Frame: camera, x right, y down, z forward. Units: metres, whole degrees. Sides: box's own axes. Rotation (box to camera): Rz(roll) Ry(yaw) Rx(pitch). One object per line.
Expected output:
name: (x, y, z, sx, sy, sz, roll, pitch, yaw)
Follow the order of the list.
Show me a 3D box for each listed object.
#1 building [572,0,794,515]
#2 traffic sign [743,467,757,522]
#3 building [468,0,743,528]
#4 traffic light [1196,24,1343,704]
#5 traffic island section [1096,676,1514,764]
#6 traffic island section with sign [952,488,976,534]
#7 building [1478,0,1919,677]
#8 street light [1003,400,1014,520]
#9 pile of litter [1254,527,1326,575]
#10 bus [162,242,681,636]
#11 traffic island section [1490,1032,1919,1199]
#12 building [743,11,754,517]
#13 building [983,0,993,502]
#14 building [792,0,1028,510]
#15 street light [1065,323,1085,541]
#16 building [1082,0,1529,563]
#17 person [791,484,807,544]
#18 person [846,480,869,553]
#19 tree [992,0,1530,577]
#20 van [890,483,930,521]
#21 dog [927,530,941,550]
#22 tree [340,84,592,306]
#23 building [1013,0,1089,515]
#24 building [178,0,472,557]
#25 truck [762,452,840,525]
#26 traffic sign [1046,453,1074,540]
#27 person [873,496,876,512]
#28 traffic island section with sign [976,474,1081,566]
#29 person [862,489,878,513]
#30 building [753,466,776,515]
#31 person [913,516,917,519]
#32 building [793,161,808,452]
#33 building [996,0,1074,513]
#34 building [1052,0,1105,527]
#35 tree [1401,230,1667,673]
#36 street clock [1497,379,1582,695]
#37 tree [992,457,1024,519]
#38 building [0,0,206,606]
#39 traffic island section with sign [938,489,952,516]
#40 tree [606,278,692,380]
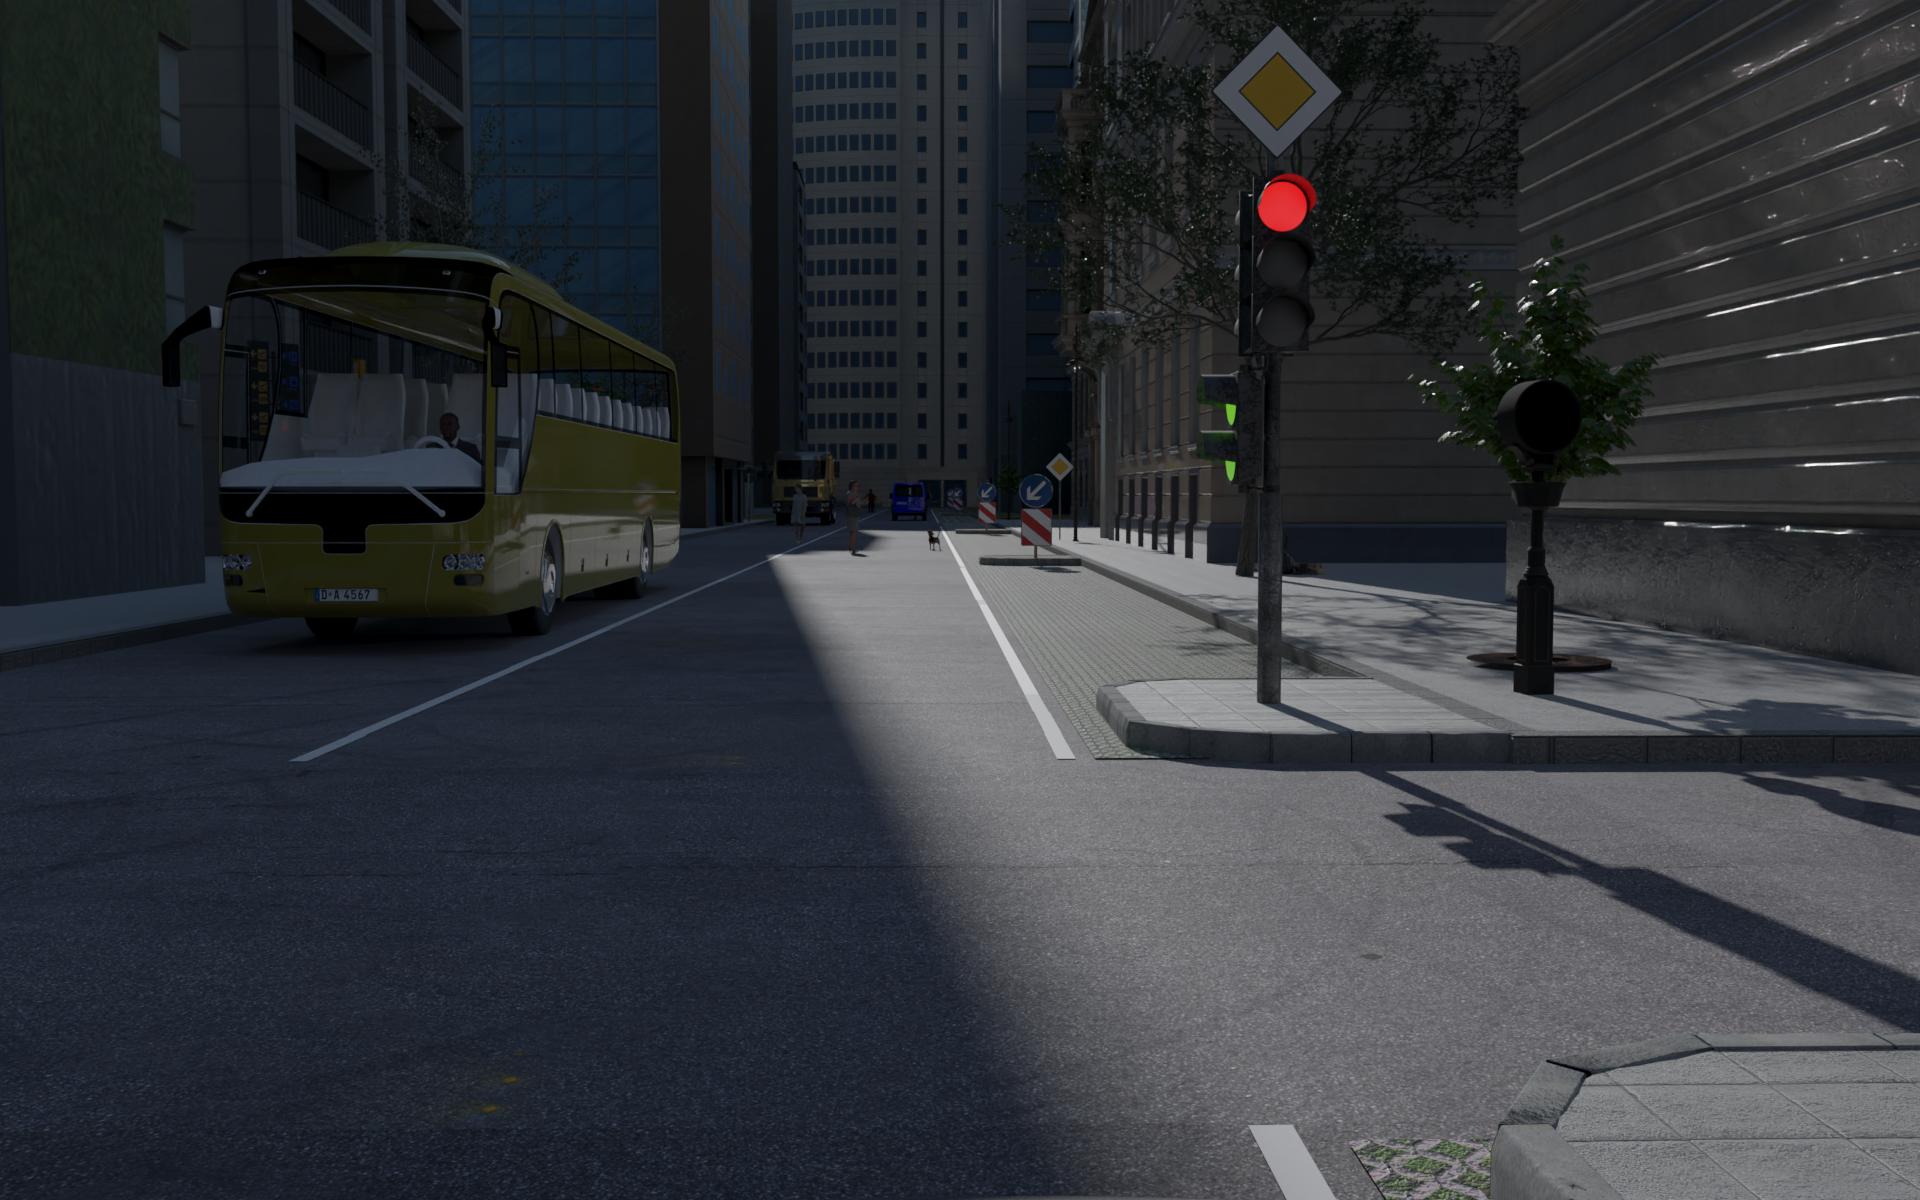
building: (-19.953, -29.341, 129.835, 14.600, 45.320, 14.200, 0, 4, -1)
traffic sign: (-9.850, -4.939, 80.855, 0.768, 2.556, 0.104, 1, 4, 8)
building: (-16.160, -25.667, 69.768, 14.600, 45.320, 14.200, 0, 4, -1)
traffic light: (1.882, -1.322, 10.543, 0.839, 4.253, 0.868, 0, 4, -1)
traffic island section: (1.922, 0.711, 10.658, 2.009, 0.180, 2.903, 0, 4, -1)
traffic island section with sign: (0.830, -3.277, 62.200, 1.989, 1.847, 2.006, 0, 4, -1)
building: (15.890, -11.415, 15.521, 19.941, 23.489, 11.050, 0, 4, -1)
street light: (2.395, -6.864, 85.018, 0.468, 5.910, 1.993, 0, 4, -1)
pile of litter: (5.326, -0.871, 28.203, 1.176, 0.858, 1.719, 0, 4, -2)
bus: (-5.451, -1.788, 20.779, 2.896, 3.916, 12.252, 0, 4, -1)
traffic island section: (2.093, 1.199, 2.675, 2.009, 0.180, 2.903, 0, 4, -1)
building: (-18.803, -19.602, 92.201, 14.160, 30.474, 14.107, 0, 4, -1)
building: (9.448, -30.782, 153.398, 14.600, 45.320, 14.200, 0, 4, -1)
building: (-7.950, -38.991, 179.501, 28.212, 58.520, 21.231, 0, 4, -1)
street light: (3.144, -4.535, 46.930, 0.468, 5.910, 1.993, 0, 4, -1)
building: (10.579, -15.606, 41.070, 13.634, 28.700, 20.117, 0, 4, -1)
person: (-4.674, -2.501, 50.134, 0.466, 1.731, 0.760, -1, 4, -10)
person: (-2.563, -2.057, 42.495, 0.532, 1.782, 0.716, 1, 4, 16)
tree: (4.564, -5.626, 26.402, 8.767, 10.594, 7.601, -2, 4, -23)
van: (-2.735, -5.481, 93.994, 2.240, 2.365, 5.245, 0, 4, -1)
dog: (-0.669, -1.526, 44.242, 0.540, 0.507, 0.406, 2, 4, 26)
tree: (-9.166, -5.005, 32.188, 4.360, 8.622, 3.978, 0, 3, 0)
building: (15.107, -48.208, 100.865, 22.319, 86.520, 31.000, 0, 4, -1)
building: (-21.952, -37.018, 43.491, 20.563, 71.187, 20.611, 0, 4, -1)
truck: (-7.232, -5.213, 81.162, 3.469, 3.379, 9.791, 0, 4, -2)
traffic sign: (2.790, -2.888, 48.396, 0.795, 2.450, 0.064, 0, 4, 4)
person: (-7.089, -7.905, 141.009, 0.557, 1.426, 1.065, 2, 4, 34)
traffic island section with sign: (1.393, -1.628, 35.251, 1.989, 1.847, 2.006, 0, 4, -1)
person: (-6.831, -7.554, 131.950, 1.348, 1.831, 0.705, -2, 4, -28)
building: (-27.208, -25.618, 110.743, 32.217, 40.220, 23.993, 0, 4, -1)
person: (-2.632, -5.252, 97.608, 0.697, 1.427, 0.421, 1, 4, 20)
building: (-20.654, -23.316, 152.914, 14.107, 30.474, 14.160, 0, 4, -1)
building: (12.974, -36.050, 131.412, 21.231, 58.520, 28.212, 0, 4, -1)
building: (11.010, -15.260, 68.578, 14.460, 24.649, 34.723, 0, 4, -1)
tree: (4.400, -1.109, 12.742, 1.663, 3.219, 1.824, 0, 3, 0)
street clock: (3.695, -0.399, 11.096, 0.471, 2.002, 0.358, -1, 4, -10)
tree: (2.445, -5.739, 88.431, 1.663, 3.219, 1.824, 0, 3, 0)
building: (-17.736, -20.374, 16.708, 14.154, 41.232, 14.086, 0, 4, -1)
traffic island section with sign: (-0.275, -6.391, 113.119, 1.989, 1.847, 2.006, 0, 4, -1)
tree: (-11.084, -6.628, 58.733, 4.360, 8.622, 3.978, 0, 3, 0)
